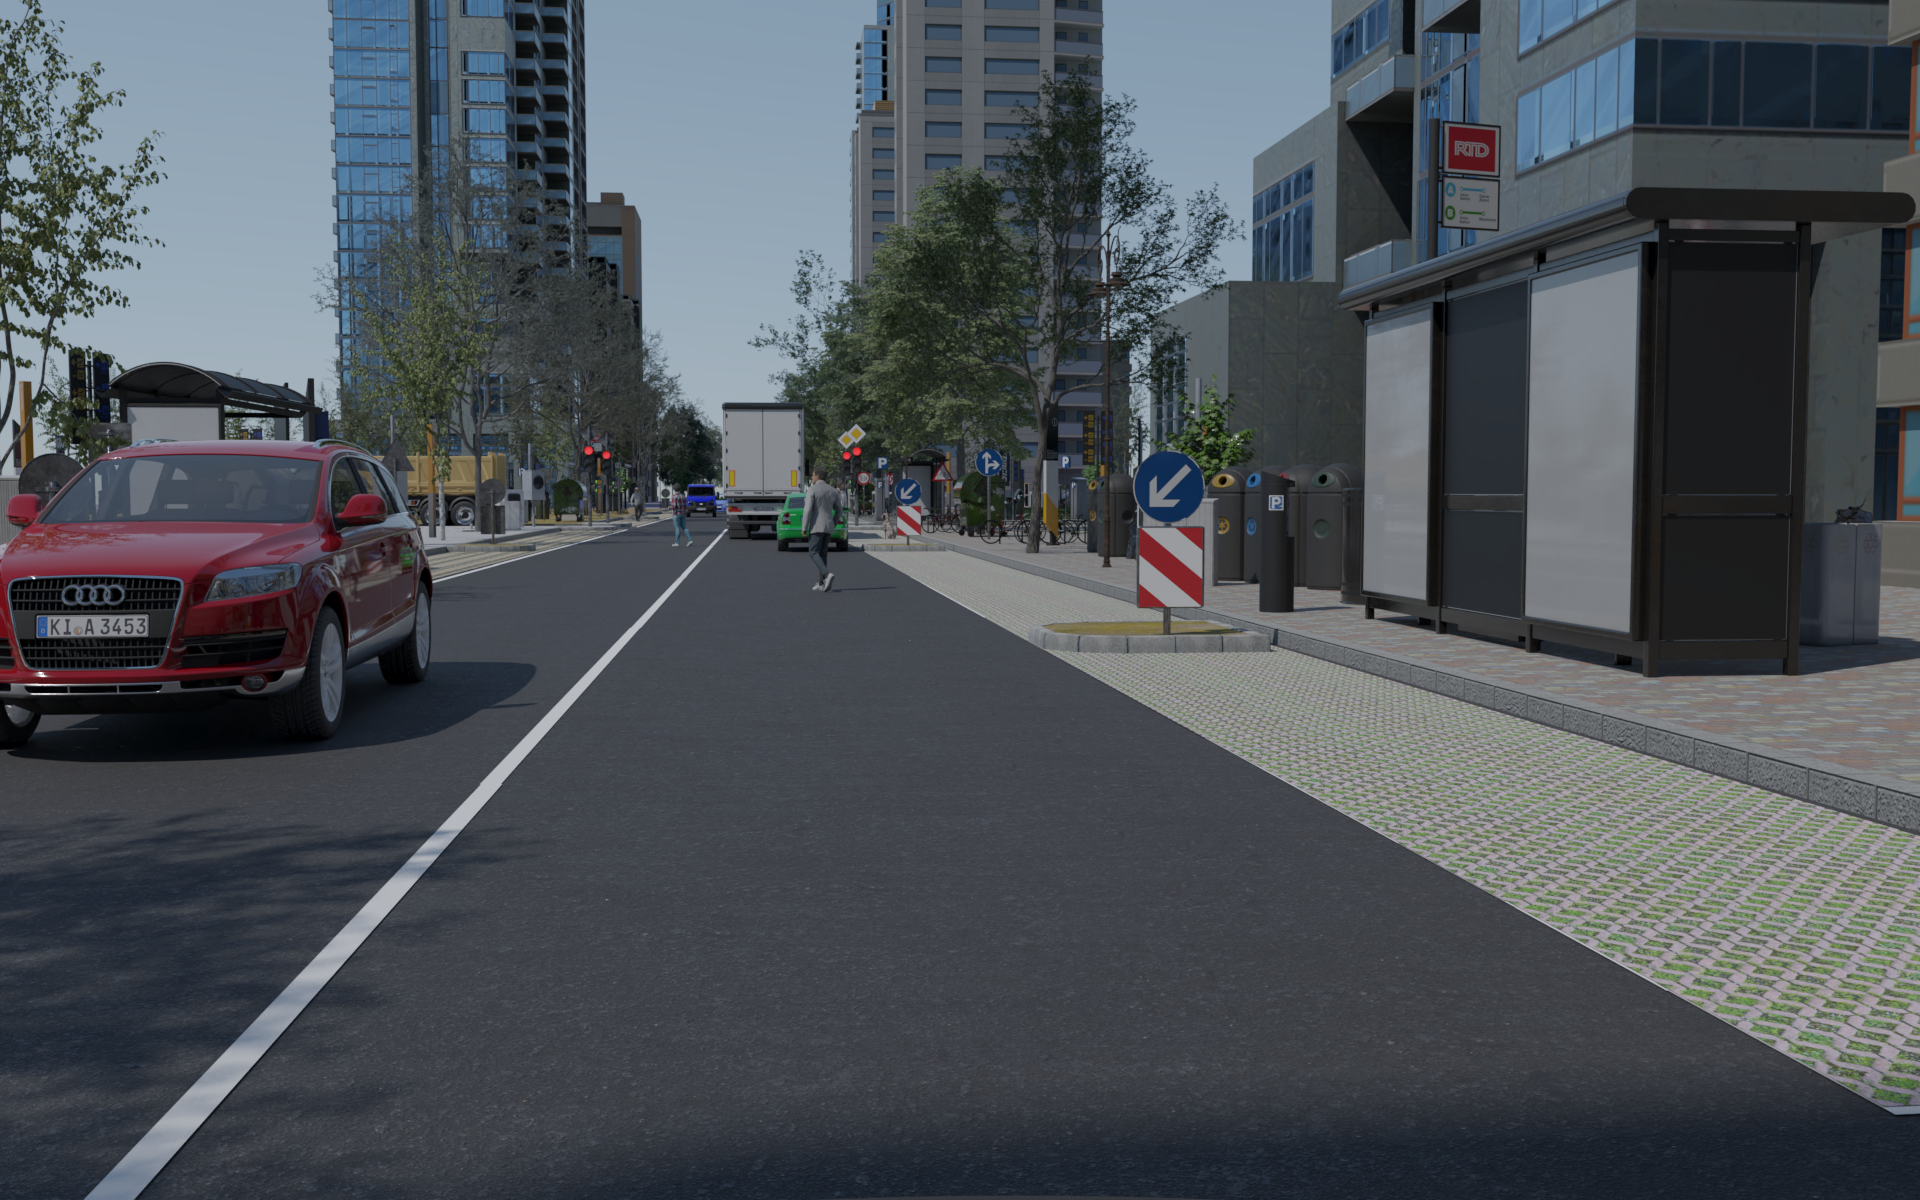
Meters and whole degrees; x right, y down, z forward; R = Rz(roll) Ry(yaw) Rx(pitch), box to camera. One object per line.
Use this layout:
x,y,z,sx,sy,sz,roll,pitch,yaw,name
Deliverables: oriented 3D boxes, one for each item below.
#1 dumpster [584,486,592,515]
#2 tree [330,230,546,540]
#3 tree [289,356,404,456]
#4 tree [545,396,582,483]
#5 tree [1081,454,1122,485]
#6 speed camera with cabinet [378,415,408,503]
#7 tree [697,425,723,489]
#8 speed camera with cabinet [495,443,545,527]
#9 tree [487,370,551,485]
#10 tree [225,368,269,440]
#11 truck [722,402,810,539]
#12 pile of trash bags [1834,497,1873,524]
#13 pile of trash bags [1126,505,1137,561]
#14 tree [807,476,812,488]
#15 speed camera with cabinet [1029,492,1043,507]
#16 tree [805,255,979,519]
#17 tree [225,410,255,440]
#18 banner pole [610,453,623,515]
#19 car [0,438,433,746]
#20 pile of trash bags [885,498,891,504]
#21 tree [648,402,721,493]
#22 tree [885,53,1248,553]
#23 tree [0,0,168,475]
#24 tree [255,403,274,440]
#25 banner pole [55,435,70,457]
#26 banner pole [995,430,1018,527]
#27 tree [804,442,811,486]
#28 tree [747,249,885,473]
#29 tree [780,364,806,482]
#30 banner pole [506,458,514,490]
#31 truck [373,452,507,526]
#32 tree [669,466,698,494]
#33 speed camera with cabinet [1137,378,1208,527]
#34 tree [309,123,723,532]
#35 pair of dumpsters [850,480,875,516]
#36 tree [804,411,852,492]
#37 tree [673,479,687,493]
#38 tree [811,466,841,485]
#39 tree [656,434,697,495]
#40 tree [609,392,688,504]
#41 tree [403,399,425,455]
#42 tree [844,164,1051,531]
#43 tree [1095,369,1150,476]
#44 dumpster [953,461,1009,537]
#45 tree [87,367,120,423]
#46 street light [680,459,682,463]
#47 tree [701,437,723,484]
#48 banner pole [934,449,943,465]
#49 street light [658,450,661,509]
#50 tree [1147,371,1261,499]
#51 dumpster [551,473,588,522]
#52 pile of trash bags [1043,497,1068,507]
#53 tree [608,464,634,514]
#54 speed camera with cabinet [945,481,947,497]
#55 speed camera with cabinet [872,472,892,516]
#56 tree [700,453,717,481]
-22.874,-6.027,104.296,1.264,1.857,1.865,0,4,-7,dumpster
-14.492,-5.940,47.486,4.737,8.622,4.395,0,3,0,tree
-32.097,-8.521,89.679,4.360,8.622,3.978,0,3,0,tree
-28.071,-10.376,120.006,4.737,8.622,4.395,0,3,0,tree
11.359,-9.465,138.458,4.285,4.588,4.351,0,3,0,tree
-14.936,-3.004,43.450,2.038,3.252,0.660,1,4,10,speed camera with cabinet
-44.537,-24.623,309.245,9.857,13.997,8.962,0,3,0,tree
-17.002,-4.441,66.944,0.660,3.252,2.038,2,4,34,speed camera with cabinet
-25.765,-9.276,102.030,4.360,8.622,3.978,0,3,0,tree
-42.900,-9.270,101.921,4.737,8.622,4.395,0,3,0,tree
-6.499,-4.257,58.520,2.839,4.237,11.283,0,4,-5,truck
16.093,-1.225,29.776,1.912,1.369,3.447,3,5,41,pile of trash bags
4.945,-1.470,33.784,3.447,1.369,1.912,1,4,8,pile of trash bags
-18.230,-17.405,210.328,9.928,11.665,9.643,0,3,0,tree
5.598,-7.578,118.242,2.038,3.252,0.660,-1,4,-16,speed camera with cabinet
-3.387,-11.247,90.538,9.857,13.997,8.962,0,3,0,tree
-47.377,-9.648,108.114,4.360,8.622,3.978,0,3,0,tree
-22.610,-7.575,113.862,0.863,3.779,0.401,-2,4,-26,banner pole
-4.896,-0.181,11.634,2.281,1.827,5.304,0,4,-8,car
-6.352,-8.112,142.387,3.447,1.369,1.912,0,4,-4,pile of trash bags
-34.044,-18.065,212.367,9.611,12.733,9.660,0,3,0,tree
1.817,-6.279,37.071,7.601,10.594,8.767,3,5,41,tree
-12.000,-4.348,21.452,4.737,8.622,4.395,0,3,0,tree
-50.557,-10.889,128.398,4.360,8.622,3.978,0,3,0,tree
-33.534,-4.577,64.859,0.401,3.779,0.863,1,4,15,banner pole
1.865,-4.728,67.316,0.863,3.779,0.401,-2,4,-27,banner pole
-27.295,-23.030,294.668,7.486,12.596,7.792,0,3,0,tree
-9.769,-17.090,135.315,12.611,20.169,13.585,0,3,0,tree
-11.776,-15.409,158.594,9.857,13.997,8.962,0,3,0,tree
-31.408,-7.993,120.703,0.401,3.779,0.863,3,4,36,banner pole
-23.906,-4.626,71.562,9.791,3.379,3.469,0,4,-5,truck
-31.609,-13.103,197.939,4.285,4.588,4.351,0,3,0,tree
3.718,-2.199,30.283,0.660,3.252,2.038,-1,4,-15,speed camera with cabinet
-16.454,-9.063,58.544,12.009,13.543,11.850,0,3,0,tree
-5.783,-6.295,105.417,1.574,2.255,4.437,0,4,-7,pair of dumpsters
-10.537,-11.901,144.937,4.737,8.622,4.395,0,3,0,tree
-30.887,-11.946,189.915,1.663,3.219,1.824,0,3,0,tree
-13.346,-11.653,174.241,4.285,4.588,4.351,0,3,0,tree
-30.344,-14.297,184.117,4.737,8.622,4.395,0,3,0,tree
-26.556,-13.002,146.992,7.601,10.594,8.767,-1,4,-10,tree
-32.290,-9.023,97.895,4.360,8.622,3.978,0,3,0,tree
-0.332,-8.704,60.438,7.486,12.596,7.792,0,3,0,tree
9.560,-9.112,99.347,4.360,8.622,3.978,0,3,0,tree
0.640,-3.044,52.265,1.502,2.255,1.985,0,4,-6,dumpster
-47.080,-8.995,97.432,4.360,8.622,3.978,0,3,0,tree
-31.065,-13.456,192.788,0.468,5.910,1.993,0,4,-7,street light
-43.864,-22.567,294.720,9.928,11.665,9.643,0,3,0,tree
-1.043,-6.576,97.527,0.401,3.779,0.863,-1,4,-13,banner pole
-26.518,-11.028,153.094,0.468,5.910,1.993,0,4,-7,street light
4.001,-2.003,27.349,1.663,3.219,1.824,0,3,0,tree
-18.051,-4.739,79.969,1.502,2.255,1.985,0,4,-6,dumpster
7.055,-7.090,125.674,1.912,1.369,3.447,-1,4,-20,pile of trash bags
-22.003,-7.185,112.080,1.663,3.219,1.824,0,3,0,tree
-1.844,-9.032,142.013,2.038,3.252,0.660,1,4,21,speed camera with cabinet
-4.696,-6.590,102.079,0.660,3.252,2.038,-1,4,-15,speed camera with cabinet
-40.377,-20.154,263.927,7.601,10.594,8.767,2,4,27,tree
